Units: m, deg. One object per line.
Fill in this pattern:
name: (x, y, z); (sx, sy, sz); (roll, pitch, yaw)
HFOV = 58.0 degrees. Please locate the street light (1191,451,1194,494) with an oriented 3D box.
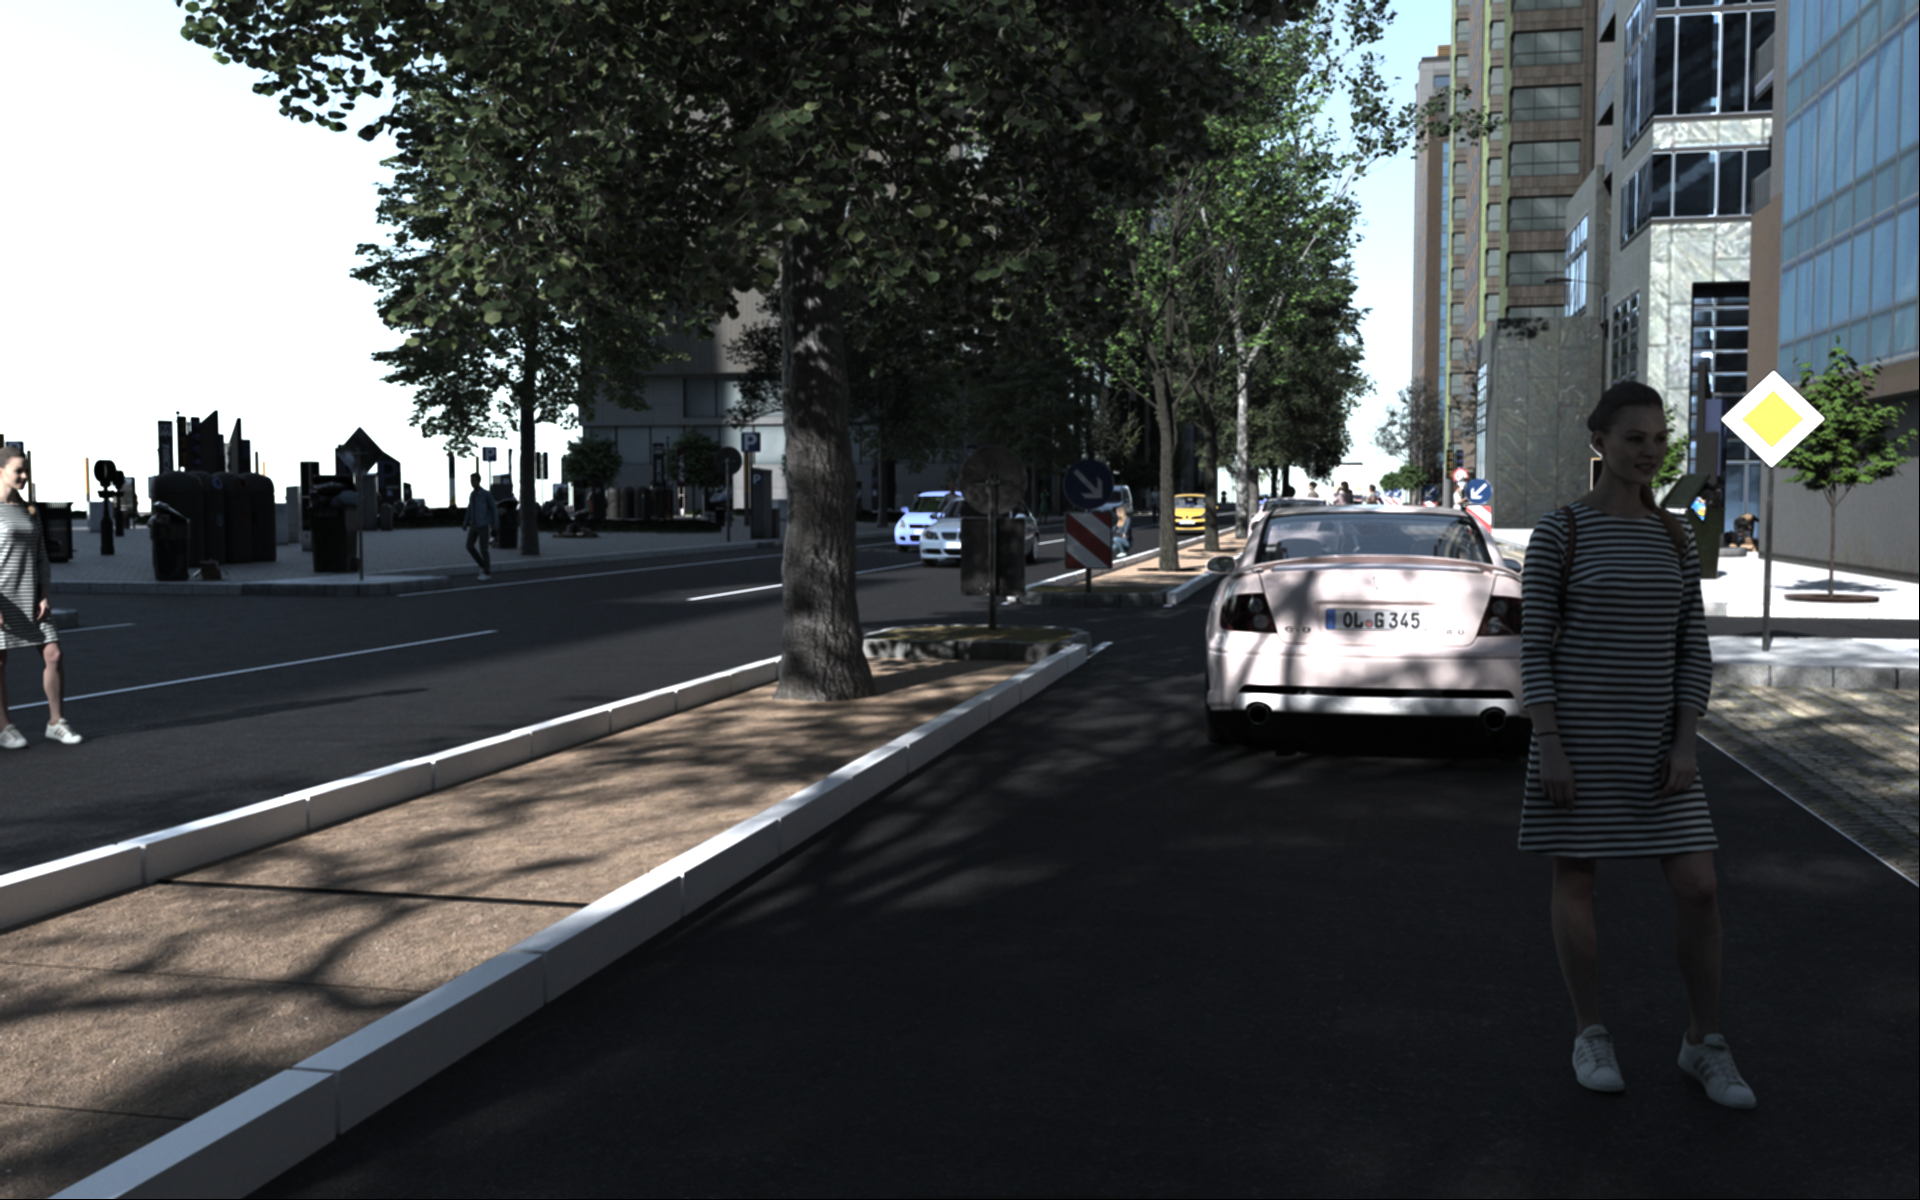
street light: (24.946, -12.851, 182.650); (1.470, 5.913, 1.316); (1, 4, 13)

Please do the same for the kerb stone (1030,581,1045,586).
kerb stone: (1.015, -0.133, 24.366); (0.120, 0.150, 1.000); (1, 4, 13)

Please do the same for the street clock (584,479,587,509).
street clock: (-17.406, -4.598, 79.745); (0.358, 2.002, 0.471); (2, 4, 33)

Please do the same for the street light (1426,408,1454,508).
street light: (26.076, -7.412, 93.719); (1.470, 5.913, 1.316); (1, 4, 13)

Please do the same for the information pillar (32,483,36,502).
information pillar: (-59.497, -6.521, 111.114); (0.304, 2.012, 0.304); (0, 4, -1)

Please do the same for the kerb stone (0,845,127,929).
kerb stone: (-3.156, 1.000, 5.842); (0.120, 0.150, 1.000); (1, 4, 13)

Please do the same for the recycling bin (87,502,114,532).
recycling bin: (-29.023, -2.808, 58.459); (0.722, 1.027, 0.722); (-2, 4, -34)

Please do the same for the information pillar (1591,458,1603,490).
information pillar: (13.129, -1.896, 35.485); (0.304, 2.012, 0.304); (-3, 4, -39)

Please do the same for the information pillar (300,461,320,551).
information pillar: (-14.592, -2.106, 38.922); (0.304, 2.012, 0.304); (2, 4, 23)

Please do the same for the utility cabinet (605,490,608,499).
utility cabinet: (-19.465, -5.471, 98.126); (1.173, 1.500, 0.318); (-2, 4, -25)

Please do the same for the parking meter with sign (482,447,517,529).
parking meter with sign: (-16.727, -4.091, 63.151); (0.543, 3.016, 1.738); (-3, 5, -43)

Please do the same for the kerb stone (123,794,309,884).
kerb stone: (-2.928, 0.939, 6.841); (0.120, 0.150, 1.000); (1, 4, 13)

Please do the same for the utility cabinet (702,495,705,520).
utility cabinet: (-12.305, -4.599, 86.363); (1.020, 1.237, 0.306); (-2, 4, -25)

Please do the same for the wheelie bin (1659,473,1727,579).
wheelie bin: (11.185, -1.129, 26.361); (0.693, 1.594, 0.980); (0, 4, -7)

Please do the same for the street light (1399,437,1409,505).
street light: (36.717, -10.297, 140.897); (1.470, 5.913, 1.316); (1, 4, 13)

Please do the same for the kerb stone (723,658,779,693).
kerb stone: (-1.581, 0.572, 12.838); (0.120, 0.150, 1.000); (1, 4, 13)

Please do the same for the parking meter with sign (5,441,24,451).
parking meter with sign: (-30.942, -3.662, 56.129); (0.543, 3.016, 1.738); (0, 4, -7)

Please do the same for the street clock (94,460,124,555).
street clock: (-18.010, -1.955, 36.533); (0.471, 2.002, 0.358); (2, 4, 31)

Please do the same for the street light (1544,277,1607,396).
street light: (13.194, -3.949, 37.106); (1.470, 5.913, 1.316); (1, 4, 13)

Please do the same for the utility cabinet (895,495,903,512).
utility cabinet: (-3.539, -4.982, 92.620); (1.020, 1.237, 0.306); (-2, 4, -31)

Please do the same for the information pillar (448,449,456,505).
information pillar: (-26.435, -6.040, 90.115); (0.183, 3.616, 0.504); (1, 4, 17)

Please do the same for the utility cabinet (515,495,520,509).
utility cabinet: (-21.370, -4.486, 84.508); (0.306, 1.237, 1.020); (-3, 5, -39)

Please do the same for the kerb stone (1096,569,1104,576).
kerb stone: (2.358, -0.500, 30.364); (0.120, 0.150, 1.000); (1, 4, 13)

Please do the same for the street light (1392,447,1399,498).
street light: (43.081, -12.028, 169.203); (1.470, 5.913, 1.316); (1, 4, 13)

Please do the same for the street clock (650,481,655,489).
street clock: (-16.684, -5.485, 94.242); (0.358, 2.002, 0.471); (-2, 4, -25)

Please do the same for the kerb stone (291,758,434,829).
kerb stone: (-2.707, 0.878, 7.843); (0.120, 0.150, 1.000); (1, 4, 13)

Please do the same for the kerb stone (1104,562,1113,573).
kerb stone: (2.595, -0.555, 31.371); (0.120, 0.150, 1.000); (1, 4, 13)

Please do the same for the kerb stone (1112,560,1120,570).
kerb stone: (2.815, -0.623, 32.375); (0.120, 0.150, 1.000); (1, 4, 13)

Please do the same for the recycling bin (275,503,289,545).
recycling bin: (-17.447, -1.913, 43.838); (0.722, 1.027, 0.722); (-2, 4, -31)

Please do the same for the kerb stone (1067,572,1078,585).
kerb stone: (1.687, -0.316, 27.369); (0.120, 0.150, 1.000); (1, 4, 13)

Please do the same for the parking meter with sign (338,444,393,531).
parking meter with sign: (-20.828, -3.944, 60.740); (1.738, 3.016, 0.543); (0, 4, -3)

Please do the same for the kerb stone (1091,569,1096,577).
kerb stone: (2.138, -0.439, 29.366); (0.120, 0.150, 1.000); (1, 4, 13)

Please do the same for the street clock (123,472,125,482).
street clock: (-25.586, -2.942, 52.674); (0.358, 2.002, 0.471); (0, 4, -5)

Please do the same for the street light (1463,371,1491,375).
street light: (19.691, -5.680, 65.408); (1.470, 5.913, 1.316); (1, 4, 13)

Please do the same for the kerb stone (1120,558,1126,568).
kerb stone: (3.036, -0.682, 33.376); (0.120, 0.150, 1.000); (1, 4, 13)

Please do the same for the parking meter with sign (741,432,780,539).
parking meter with sign: (-5.694, -3.278, 49.862); (0.543, 3.016, 1.738); (1, 4, 16)

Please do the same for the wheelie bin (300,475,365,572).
wheelie bin: (-10.292, -1.262, 28.546); (0.980, 1.594, 0.693); (0, 4, 2)

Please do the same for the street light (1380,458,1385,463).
street light: (54.785, -15.235, 221.628); (1.470, 5.913, 1.316); (1, 4, 13)

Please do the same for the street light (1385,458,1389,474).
street light: (48.419, -13.486, 193.032); (1.470, 5.913, 1.316); (1, 4, 13)

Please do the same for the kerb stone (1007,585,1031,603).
kerb stone: (0.788, -0.066, 23.358); (0.120, 0.150, 1.000); (1, 4, 13)

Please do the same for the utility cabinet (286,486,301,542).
utility cabinet: (-17.747, -2.288, 46.095); (0.318, 1.500, 1.173); (-1, 4, -18)

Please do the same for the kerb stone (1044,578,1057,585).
kerb stone: (1.240, -0.192, 25.366); (0.120, 0.150, 1.000); (1, 4, 13)

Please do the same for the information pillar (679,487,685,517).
information pillar: (-15.767, -5.729, 98.156); (0.304, 2.012, 0.304); (0, 4, 1)

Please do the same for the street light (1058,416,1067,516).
street light: (6.387, -7.834, 100.627); (1.470, 5.913, 1.316); (1, 4, 13)

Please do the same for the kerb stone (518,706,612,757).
kerb stone: (-2.258, 0.756, 9.841); (0.120, 0.150, 1.000); (1, 4, 13)

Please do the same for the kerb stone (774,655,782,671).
kerb stone: (-1.352, 0.514, 13.834); (0.120, 0.150, 1.000); (1, 4, 13)

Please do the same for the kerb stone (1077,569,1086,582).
kerb stone: (1.923, -0.377, 28.367); (0.120, 0.150, 1.000); (1, 4, 13)

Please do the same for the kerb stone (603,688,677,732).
kerb stone: (-2.031, 0.695, 10.838); (0.120, 0.150, 1.000); (1, 4, 13)

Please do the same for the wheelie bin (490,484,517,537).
wheelie bin: (-13.706, -2.685, 51.807); (0.980, 1.594, 0.693); (0, 4, -3)

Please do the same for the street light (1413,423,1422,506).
street light: (30.295, -8.586, 112.924); (1.470, 5.913, 1.316); (1, 4, 13)

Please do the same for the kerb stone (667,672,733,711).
kerb stone: (-1.801, 0.633, 11.839); (0.120, 0.150, 1.000); (1, 4, 13)

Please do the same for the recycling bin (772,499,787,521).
recycling bin: (-8.685, -4.316, 83.116); (0.722, 1.027, 0.722); (3, 5, 42)

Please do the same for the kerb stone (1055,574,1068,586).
kerb stone: (1.468, -0.255, 26.370); (0.120, 0.150, 1.000); (1, 4, 13)

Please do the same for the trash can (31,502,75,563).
trash can: (-16.993, -1.274, 32.484); (0.748, 1.137, 0.748); (0, 3, 0)

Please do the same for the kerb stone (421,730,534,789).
kerb stone: (-2.476, 0.819, 8.842); (0.120, 0.150, 1.000); (1, 4, 13)

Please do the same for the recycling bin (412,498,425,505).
recycling bin: (-31.918, -5.459, 101.815); (0.722, 1.027, 0.722); (0, 4, 6)

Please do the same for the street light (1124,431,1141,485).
street light: (12.756, -9.546, 128.611); (1.470, 5.913, 1.316); (1, 4, 13)

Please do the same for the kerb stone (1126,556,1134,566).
kerb stone: (3.275, -0.741, 34.384); (0.120, 0.150, 1.000); (1, 4, 13)
